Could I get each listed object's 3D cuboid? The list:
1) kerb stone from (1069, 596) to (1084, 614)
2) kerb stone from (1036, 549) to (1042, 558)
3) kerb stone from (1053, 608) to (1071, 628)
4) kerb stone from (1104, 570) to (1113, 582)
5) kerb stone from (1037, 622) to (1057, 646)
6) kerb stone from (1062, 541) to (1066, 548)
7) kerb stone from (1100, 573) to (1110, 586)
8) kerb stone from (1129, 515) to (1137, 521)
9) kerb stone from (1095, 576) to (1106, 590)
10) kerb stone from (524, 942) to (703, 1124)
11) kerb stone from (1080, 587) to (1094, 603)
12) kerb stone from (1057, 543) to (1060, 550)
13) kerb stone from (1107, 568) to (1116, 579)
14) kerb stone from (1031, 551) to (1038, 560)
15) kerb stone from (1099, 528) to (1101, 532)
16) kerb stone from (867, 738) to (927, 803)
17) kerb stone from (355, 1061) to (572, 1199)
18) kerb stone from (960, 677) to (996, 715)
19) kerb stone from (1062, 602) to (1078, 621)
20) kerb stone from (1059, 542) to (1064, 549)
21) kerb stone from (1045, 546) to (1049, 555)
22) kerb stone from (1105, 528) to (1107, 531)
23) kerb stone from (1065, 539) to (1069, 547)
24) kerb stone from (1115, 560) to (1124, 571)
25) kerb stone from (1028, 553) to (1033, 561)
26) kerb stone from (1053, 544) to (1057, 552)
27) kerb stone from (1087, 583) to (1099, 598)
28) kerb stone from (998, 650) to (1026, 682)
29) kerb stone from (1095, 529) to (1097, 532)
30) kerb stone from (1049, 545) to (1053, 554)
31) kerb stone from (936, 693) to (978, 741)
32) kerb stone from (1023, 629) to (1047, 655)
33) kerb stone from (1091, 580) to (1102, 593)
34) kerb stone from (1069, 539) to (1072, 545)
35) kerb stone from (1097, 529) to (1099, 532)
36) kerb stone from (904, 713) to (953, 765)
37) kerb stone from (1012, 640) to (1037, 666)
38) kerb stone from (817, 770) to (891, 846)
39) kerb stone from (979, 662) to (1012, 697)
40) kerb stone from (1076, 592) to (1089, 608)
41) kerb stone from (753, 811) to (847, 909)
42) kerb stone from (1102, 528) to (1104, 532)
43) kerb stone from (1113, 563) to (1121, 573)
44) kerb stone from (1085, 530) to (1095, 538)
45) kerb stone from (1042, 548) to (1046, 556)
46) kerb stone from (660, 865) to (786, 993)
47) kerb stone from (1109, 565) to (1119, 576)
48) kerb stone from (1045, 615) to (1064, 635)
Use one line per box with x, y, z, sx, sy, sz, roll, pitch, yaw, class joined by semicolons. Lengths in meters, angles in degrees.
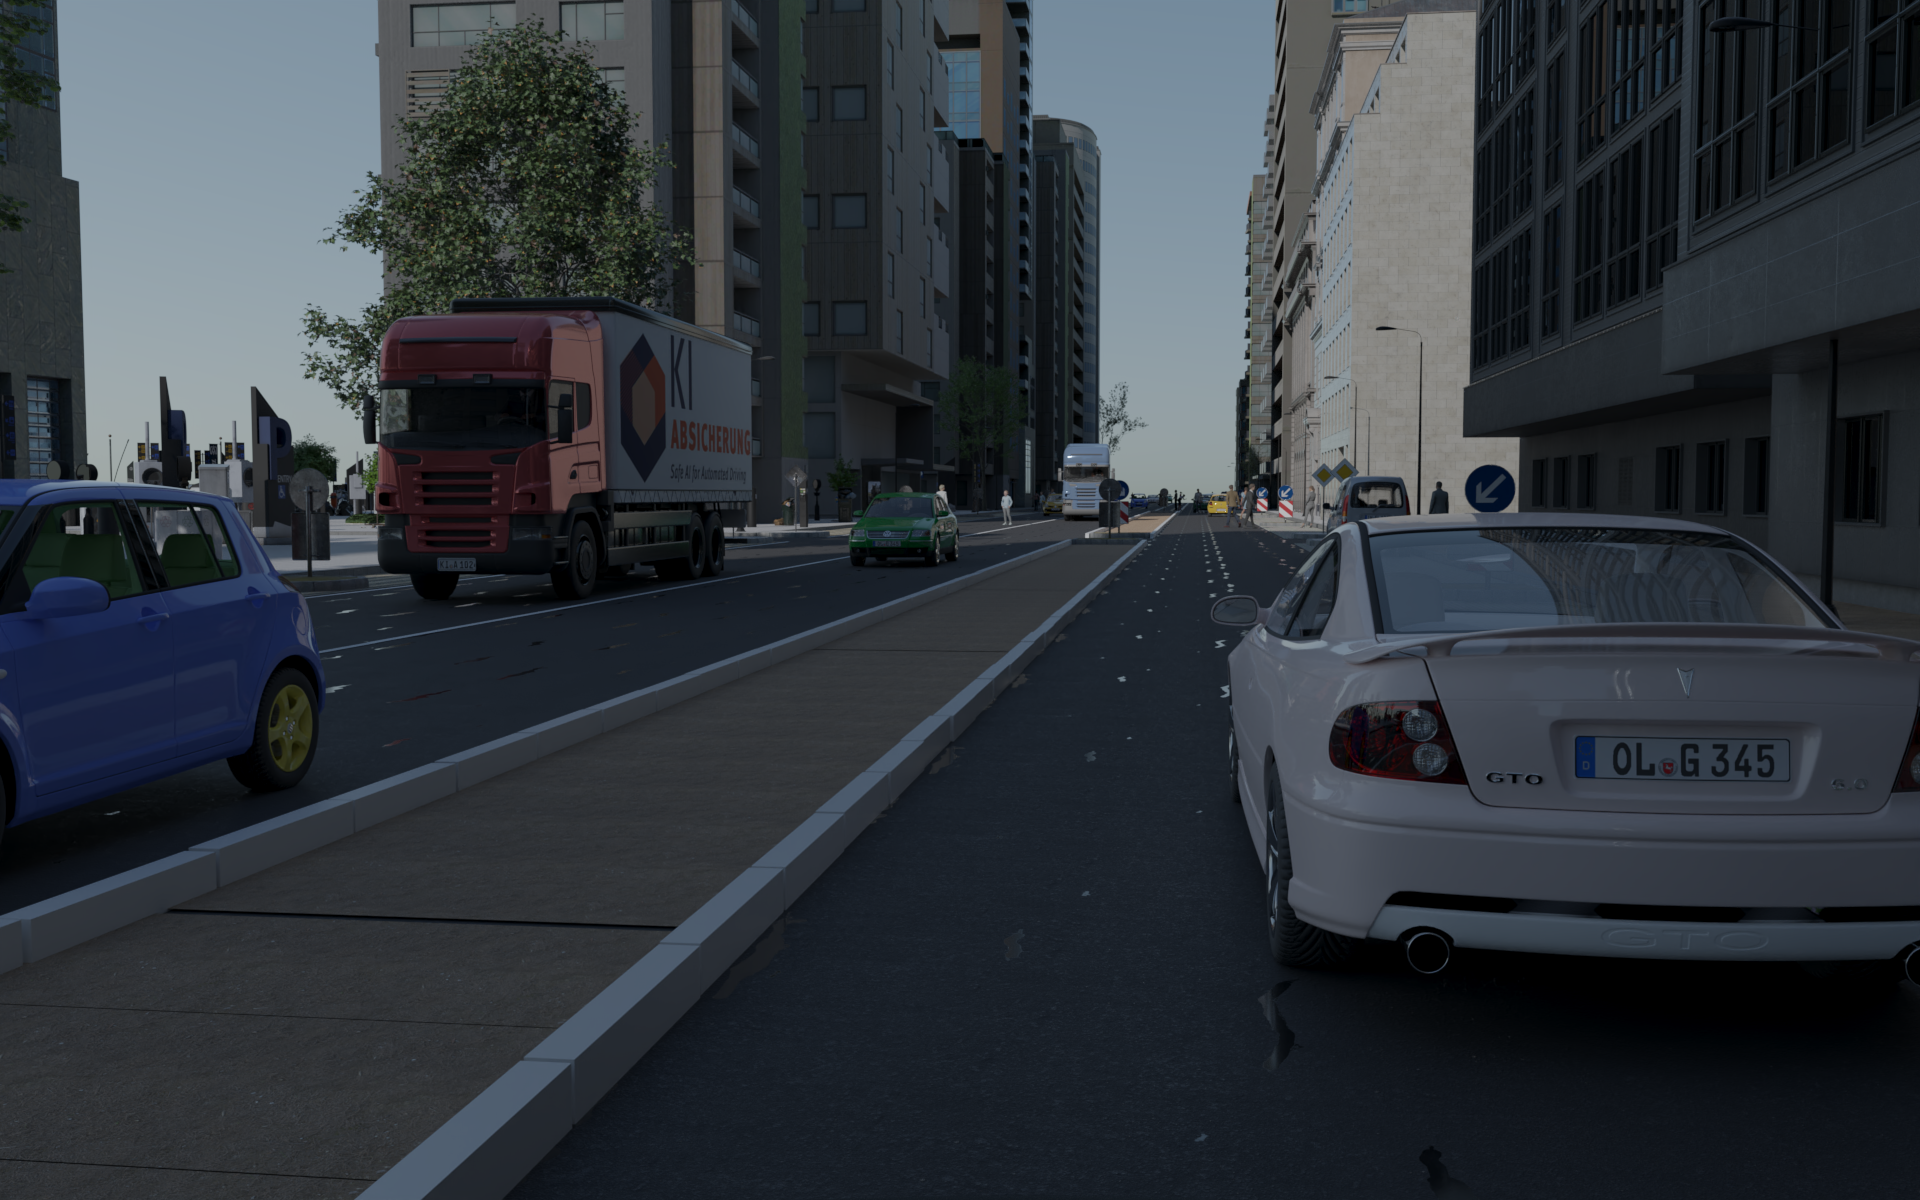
1.359;0.092;20.692;0.120;0.150;1.000;0;4;8;kerb stone
1.647;-0.983;38.274;0.120;0.150;1.000;0;4;8;kerb stone
1.074;0.217;18.666;0.120;0.150;1.000;0;4;8;kerb stone
2.328;-0.343;27.804;0.120;0.150;1.000;0;4;8;kerb stone
0.806;0.347;16.629;0.120;0.150;1.000;0;4;8;kerb stone
2.628;-1.415;45.398;0.120;0.150;1.000;0;4;8;kerb stone
2.192;-0.281;26.790;0.120;0.150;1.000;0;4;8;kerb stone
9.653;-4.559;96.732;0.120;0.150;1.000;0;4;8;kerb stone
2.053;-0.219;25.776;0.120;0.150;1.000;0;4;8;kerb stone
-0.866;1.086;4.434;0.120;0.150;1.000;0;4;8;kerb stone
1.630;-0.032;22.722;0.120;0.150;1.000;0;4;8;kerb stone
2.343;-1.295;43.373;0.120;0.150;1.000;0;4;8;kerb stone
2.471;-0.400;28.817;0.120;0.150;1.000;0;4;8;kerb stone
1.510;-0.919;37.254;0.120;0.150;1.000;0;4;8;kerb stone
4.789;-2.385;61.194;0.120;0.150;1.000;0;4;8;kerb stone
-0.313;0.837;8.504;0.120;0.150;1.000;0;4;8;kerb stone
-1.003;1.148;3.421;0.120;0.150;1.000;0;4;8;kerb stone
0.102;0.656;11.545;0.120;0.150;1.000;0;4;8;kerb stone
1.220;0.155;19.678;0.120;0.150;1.000;0;4;8;kerb stone
2.492;-1.355;44.384;0.120;0.150;1.000;0;4;8;kerb stone
1.922;-1.108;40.317;0.120;0.150;1.000;0;4;8;kerb stone
5.345;-2.631;65.266;0.120;0.150;1.000;0;4;8;kerb stone
2.765;-1.481;46.411;0.120;0.150;1.000;0;4;8;kerb stone
2.890;-0.592;31.876;0.120;0.150;1.000;0;4;8;kerb stone
1.363;-0.859;36.242;0.120;0.150;1.000;0;4;8;kerb stone
2.215;-1.233;42.349;0.120;0.150;1.000;0;4;8;kerb stone
1.778;-0.094;23.734;0.120;0.150;1.000;0;4;8;kerb stone
0.390;0.530;13.577;0.120;0.150;1.000;0;4;8;kerb stone
4.514;-2.260;59.151;0.120;0.150;1.000;0;4;8;kerb stone
2.065;-1.167;41.329;0.120;0.150;1.000;0;4;8;kerb stone
-0.029;0.713;10.531;0.120;0.150;1.000;0;4;8;kerb stone
0.657;0.403;15.605;0.120;0.150;1.000;0;4;8;kerb stone
1.912;-0.152;24.764;0.120;0.150;1.000;0;4;8;kerb stone
2.901;-1.543;47.426;0.120;0.150;1.000;0;4;8;kerb stone
4.657;-2.323;60.180;0.120;0.150;1.000;0;4;8;kerb stone
-0.183;0.775;9.520;0.120;0.150;1.000;0;4;8;kerb stone
0.519;0.472;14.593;0.120;0.150;1.000;0;4;8;kerb stone
-0.457;0.899;7.491;0.120;0.150;1.000;0;4;8;kerb stone
0.245;0.589;12.560;0.120;0.150;1.000;0;4;8;kerb stone
1.497;0.030;21.708;0.120;0.150;1.000;0;4;8;kerb stone
-0.592;0.962;6.461;0.120;0.150;1.000;0;4;8;kerb stone
5.067;-2.509;63.225;0.120;0.150;1.000;0;4;8;kerb stone
2.746;-0.524;30.856;0.120;0.150;1.000;0;4;8;kerb stone
4.371;-2.198;58.130;0.120;0.150;1.000;0;4;8;kerb stone
1.788;-1.046;39.303;0.120;0.150;1.000;0;4;8;kerb stone
-0.732;1.024;5.448;0.120;0.150;1.000;0;4;8;kerb stone
2.617;-0.467;29.828;0.120;0.150;1.000;0;4;8;kerb stone
0.935;0.285;17.645;0.120;0.150;1.000;0;4;8;kerb stone
